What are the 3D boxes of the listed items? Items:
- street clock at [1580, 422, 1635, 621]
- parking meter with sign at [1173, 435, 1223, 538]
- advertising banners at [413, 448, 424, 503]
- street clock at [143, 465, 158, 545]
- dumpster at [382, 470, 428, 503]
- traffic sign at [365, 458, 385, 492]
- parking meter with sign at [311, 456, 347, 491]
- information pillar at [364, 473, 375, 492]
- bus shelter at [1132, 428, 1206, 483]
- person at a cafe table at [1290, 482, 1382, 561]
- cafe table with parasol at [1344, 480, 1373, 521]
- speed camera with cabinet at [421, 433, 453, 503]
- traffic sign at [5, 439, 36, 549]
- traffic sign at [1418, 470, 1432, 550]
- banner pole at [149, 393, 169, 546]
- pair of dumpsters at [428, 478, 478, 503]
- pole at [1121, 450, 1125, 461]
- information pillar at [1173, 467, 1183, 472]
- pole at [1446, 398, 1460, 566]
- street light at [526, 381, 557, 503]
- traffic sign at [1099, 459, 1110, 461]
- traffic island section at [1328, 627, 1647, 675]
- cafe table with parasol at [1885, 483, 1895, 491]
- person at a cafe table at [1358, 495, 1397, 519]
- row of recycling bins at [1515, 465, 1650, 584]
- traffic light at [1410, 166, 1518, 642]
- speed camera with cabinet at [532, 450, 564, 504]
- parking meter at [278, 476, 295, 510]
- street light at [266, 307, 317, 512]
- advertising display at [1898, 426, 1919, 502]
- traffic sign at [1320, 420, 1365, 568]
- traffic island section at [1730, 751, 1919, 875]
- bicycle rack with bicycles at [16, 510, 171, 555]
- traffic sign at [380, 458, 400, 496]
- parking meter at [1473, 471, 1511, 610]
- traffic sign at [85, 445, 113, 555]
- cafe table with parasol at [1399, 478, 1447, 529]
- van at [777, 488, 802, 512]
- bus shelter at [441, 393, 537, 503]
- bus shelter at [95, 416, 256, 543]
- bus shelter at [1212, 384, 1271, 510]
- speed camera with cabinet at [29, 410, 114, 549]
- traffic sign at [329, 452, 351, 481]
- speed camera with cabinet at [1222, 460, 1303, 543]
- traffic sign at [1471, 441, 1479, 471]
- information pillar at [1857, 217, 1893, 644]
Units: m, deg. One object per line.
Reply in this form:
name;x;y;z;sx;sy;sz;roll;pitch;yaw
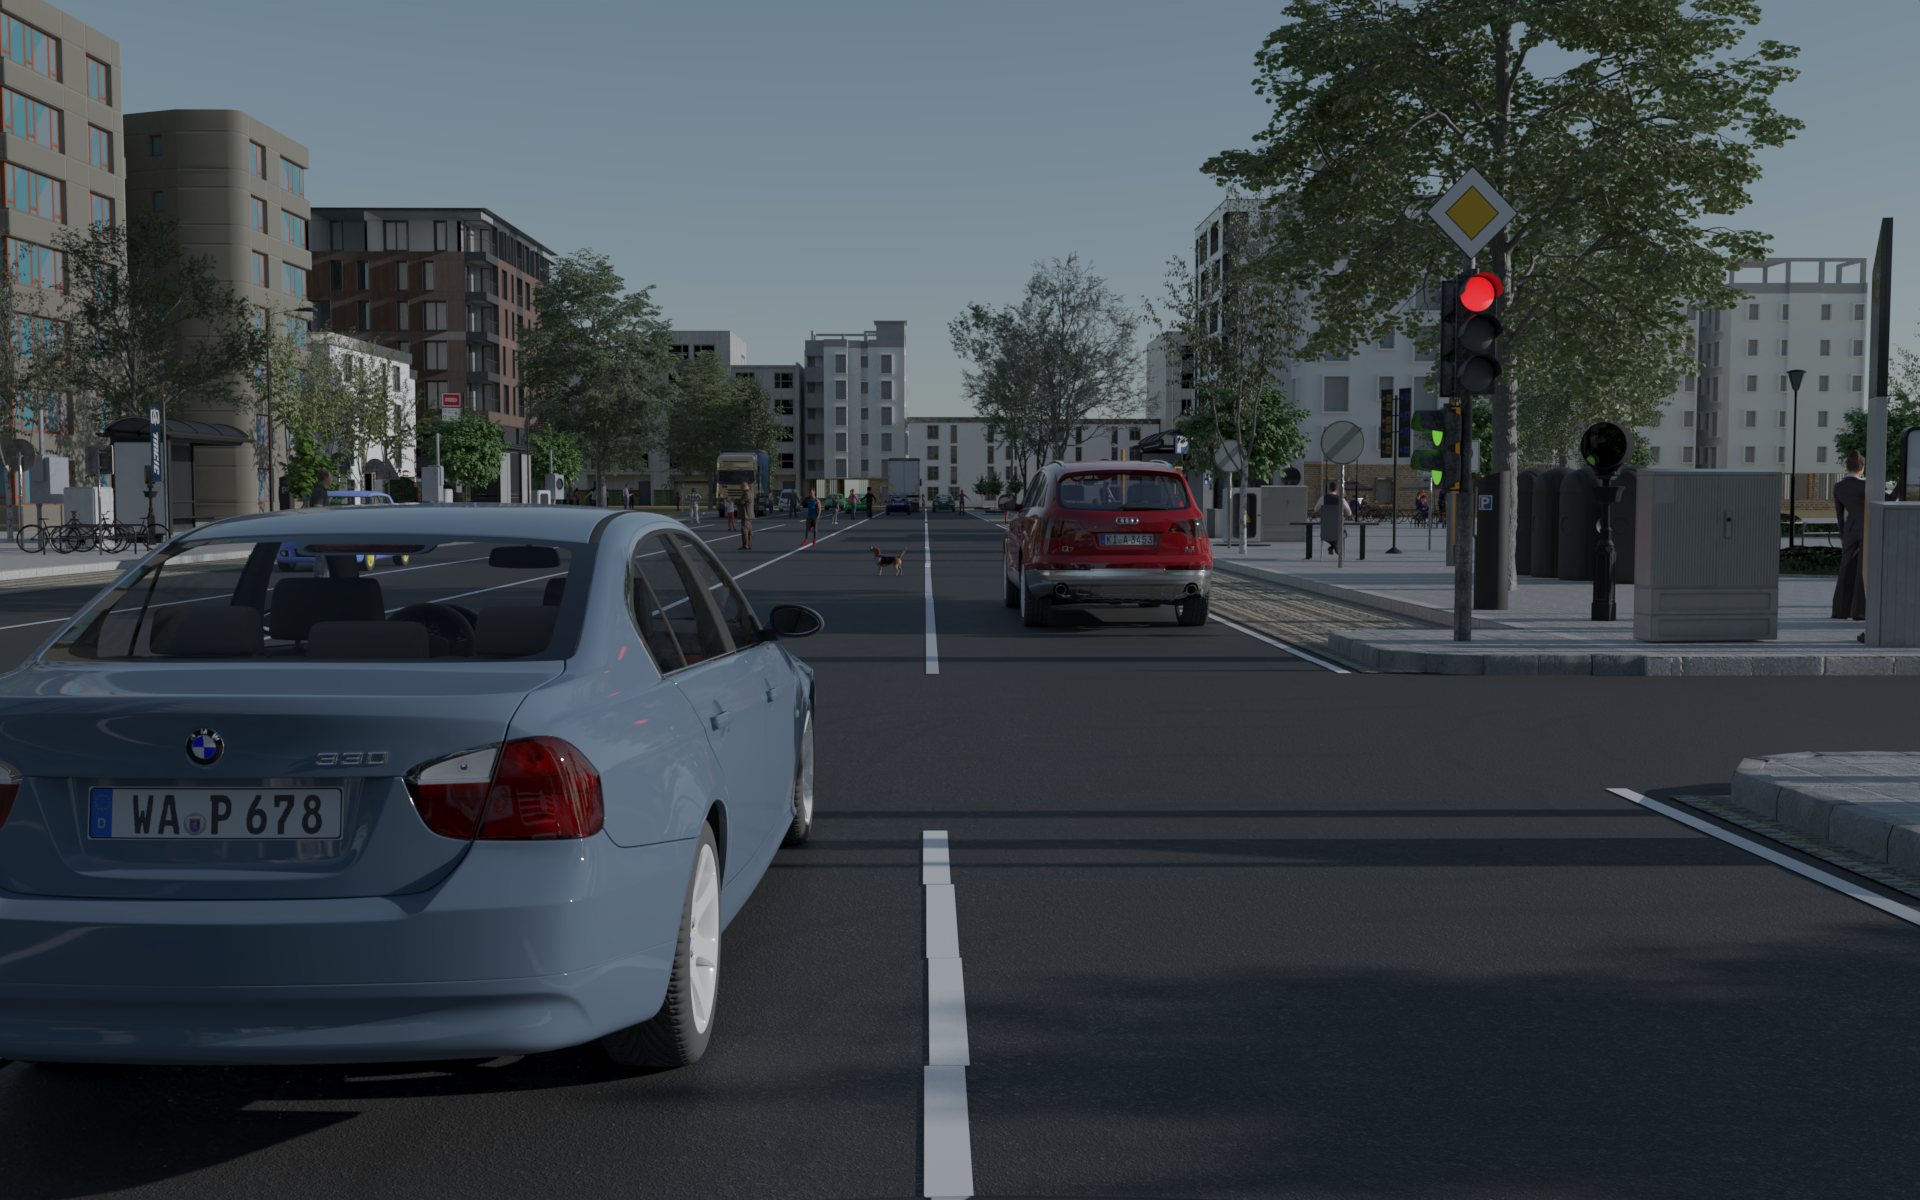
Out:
street clock;6.526;-0.791;17.504;0.471;2.002;0.358;3;5;41
parking meter with sign;7.028;-3.333;50.759;0.543;3.016;1.738;-2;4;-34
advertising banners;-21.058;-4.355;67.397;0.090;3.025;2.074;0;4;-8
street clock;-20.379;-2.388;43.617;0.358;2.002;0.471;-2;4;-29
dumpster;-22.118;-4.086;69.295;1.502;2.255;1.985;0;4;-1
traffic sign;-20.850;-3.769;61.737;0.768;2.556;0.104;0;4;7
parking meter with sign;-21.887;-3.948;60.803;1.738;3.016;0.543;-2;4;-29
information pillar;-20.135;-3.340;59.103;0.304;2.012;0.304;0;4;-2
bus shelter;6.775;-3.722;54.786;2.014;3.302;5.546;0;4;-1
person at a cafe table;7.317;-1.547;33.805;1.698;1.524;1.622;1;4;16
cafe table with parasol;18.784;-4.778;82.993;2.610;1.966;2.610;-2;4;-24
speed camera with cabinet;-17.240;-3.838;57.090;0.660;3.252;2.038;0;4;-4
traffic sign;-21.583;-2.428;39.797;0.768;2.556;0.104;0;4;8
traffic sign;10.820;-2.307;39.849;0.606;2.300;0.079;0;4;5
banner pole;-19.817;-3.235;42.904;0.401;3.779;0.863;0;4;5
pair of dumpsters;-22.166;-4.436;75.025;1.574;2.255;4.437;0;4;-1
pole;7.490;-5.254;79.753;0.158;3.312;0.155;0;3;0
information pillar;5.776;-2.580;46.678;0.304;2.012;0.304;-3;5;-40
pole;8.747;-2.253;30.681;0.158;3.312;0.155;0;3;0
street light;-17.222;-6.034;71.195;1.470;5.913;1.316;0;4;-1
traffic sign;5.226;-3.832;62.751;0.768;2.556;0.104;0;4;2
traffic island section;4.411;0.437;15.135;2.009;0.180;2.903;0;4;-1
cafe table with parasol;38.284;-4.154;72.786;2.610;1.966;2.610;1;4;13
person at a cafe table;21.430;-4.836;89.932;1.698;1.238;1.726;-3;4;-37
row of recycling bins;9.386;-1.169;26.228;1.069;1.692;3.534;-1;4;-11
traffic light;4.371;-1.596;15.020;0.839;4.253;0.868;0;4;-1
speed camera with cabinet;-18.504;-5.081;77.409;0.660;3.252;2.038;1;4;20
parking meter;-19.727;-2.755;50.755;0.399;1.863;0.255;1;4;12
street light;-16.653;-4.318;43.139;1.470;5.913;1.316;0;4;-1
advertising display;9.478;-0.691;16.505;0.974;1.923;0.123;1;4;12
traffic sign;6.616;-1.831;30.041;0.768;2.556;0.104;0;4;1
traffic island section;4.572;0.925;7.151;2.009;0.180;2.903;0;4;-1
bicycle rack with bicycles;-18.921;-1.485;37.669;2.925;0.926;2.852;-1;4;-16
traffic sign;-20.857;-3.867;63.237;0.884;2.594;0.081;0;4;5
parking meter;5.916;-0.664;19.265;0.372;1.533;0.369;0;3;0
traffic sign;-18.018;-2.088;36.268;0.606;2.300;0.079;0;4;5
cafe table with parasol;17.720;-3.657;64.658;2.610;1.966;2.610;3;5;40
van;-14.050;-8.305;142.804;2.013;2.044;4.112;0;4;-3
bus shelter;-19.480;-5.730;71.318;2.179;5.291;8.768;0;4;-1
bus shelter;-21.390;-3.282;47.576;2.014;3.302;5.546;0;4;-1
bus shelter;9.638;-5.051;60.213;2.179;5.291;8.768;0;4;-1
speed camera with cabinet;-20.907;-2.838;40.736;2.038;3.252;0.660;1;4;21
traffic sign;-18.889;-3.215;52.667;0.768;2.556;0.104;1;4;8
speed camera with cabinet;8.036;-3.156;45.935;2.038;3.252;0.660;0;4;-6
traffic sign;9.551;-1.885;32.942;0.606;2.300;0.079;0;4;1
information pillar;7.919;-1.444;14.957;0.183;3.616;0.504;1;4;20
